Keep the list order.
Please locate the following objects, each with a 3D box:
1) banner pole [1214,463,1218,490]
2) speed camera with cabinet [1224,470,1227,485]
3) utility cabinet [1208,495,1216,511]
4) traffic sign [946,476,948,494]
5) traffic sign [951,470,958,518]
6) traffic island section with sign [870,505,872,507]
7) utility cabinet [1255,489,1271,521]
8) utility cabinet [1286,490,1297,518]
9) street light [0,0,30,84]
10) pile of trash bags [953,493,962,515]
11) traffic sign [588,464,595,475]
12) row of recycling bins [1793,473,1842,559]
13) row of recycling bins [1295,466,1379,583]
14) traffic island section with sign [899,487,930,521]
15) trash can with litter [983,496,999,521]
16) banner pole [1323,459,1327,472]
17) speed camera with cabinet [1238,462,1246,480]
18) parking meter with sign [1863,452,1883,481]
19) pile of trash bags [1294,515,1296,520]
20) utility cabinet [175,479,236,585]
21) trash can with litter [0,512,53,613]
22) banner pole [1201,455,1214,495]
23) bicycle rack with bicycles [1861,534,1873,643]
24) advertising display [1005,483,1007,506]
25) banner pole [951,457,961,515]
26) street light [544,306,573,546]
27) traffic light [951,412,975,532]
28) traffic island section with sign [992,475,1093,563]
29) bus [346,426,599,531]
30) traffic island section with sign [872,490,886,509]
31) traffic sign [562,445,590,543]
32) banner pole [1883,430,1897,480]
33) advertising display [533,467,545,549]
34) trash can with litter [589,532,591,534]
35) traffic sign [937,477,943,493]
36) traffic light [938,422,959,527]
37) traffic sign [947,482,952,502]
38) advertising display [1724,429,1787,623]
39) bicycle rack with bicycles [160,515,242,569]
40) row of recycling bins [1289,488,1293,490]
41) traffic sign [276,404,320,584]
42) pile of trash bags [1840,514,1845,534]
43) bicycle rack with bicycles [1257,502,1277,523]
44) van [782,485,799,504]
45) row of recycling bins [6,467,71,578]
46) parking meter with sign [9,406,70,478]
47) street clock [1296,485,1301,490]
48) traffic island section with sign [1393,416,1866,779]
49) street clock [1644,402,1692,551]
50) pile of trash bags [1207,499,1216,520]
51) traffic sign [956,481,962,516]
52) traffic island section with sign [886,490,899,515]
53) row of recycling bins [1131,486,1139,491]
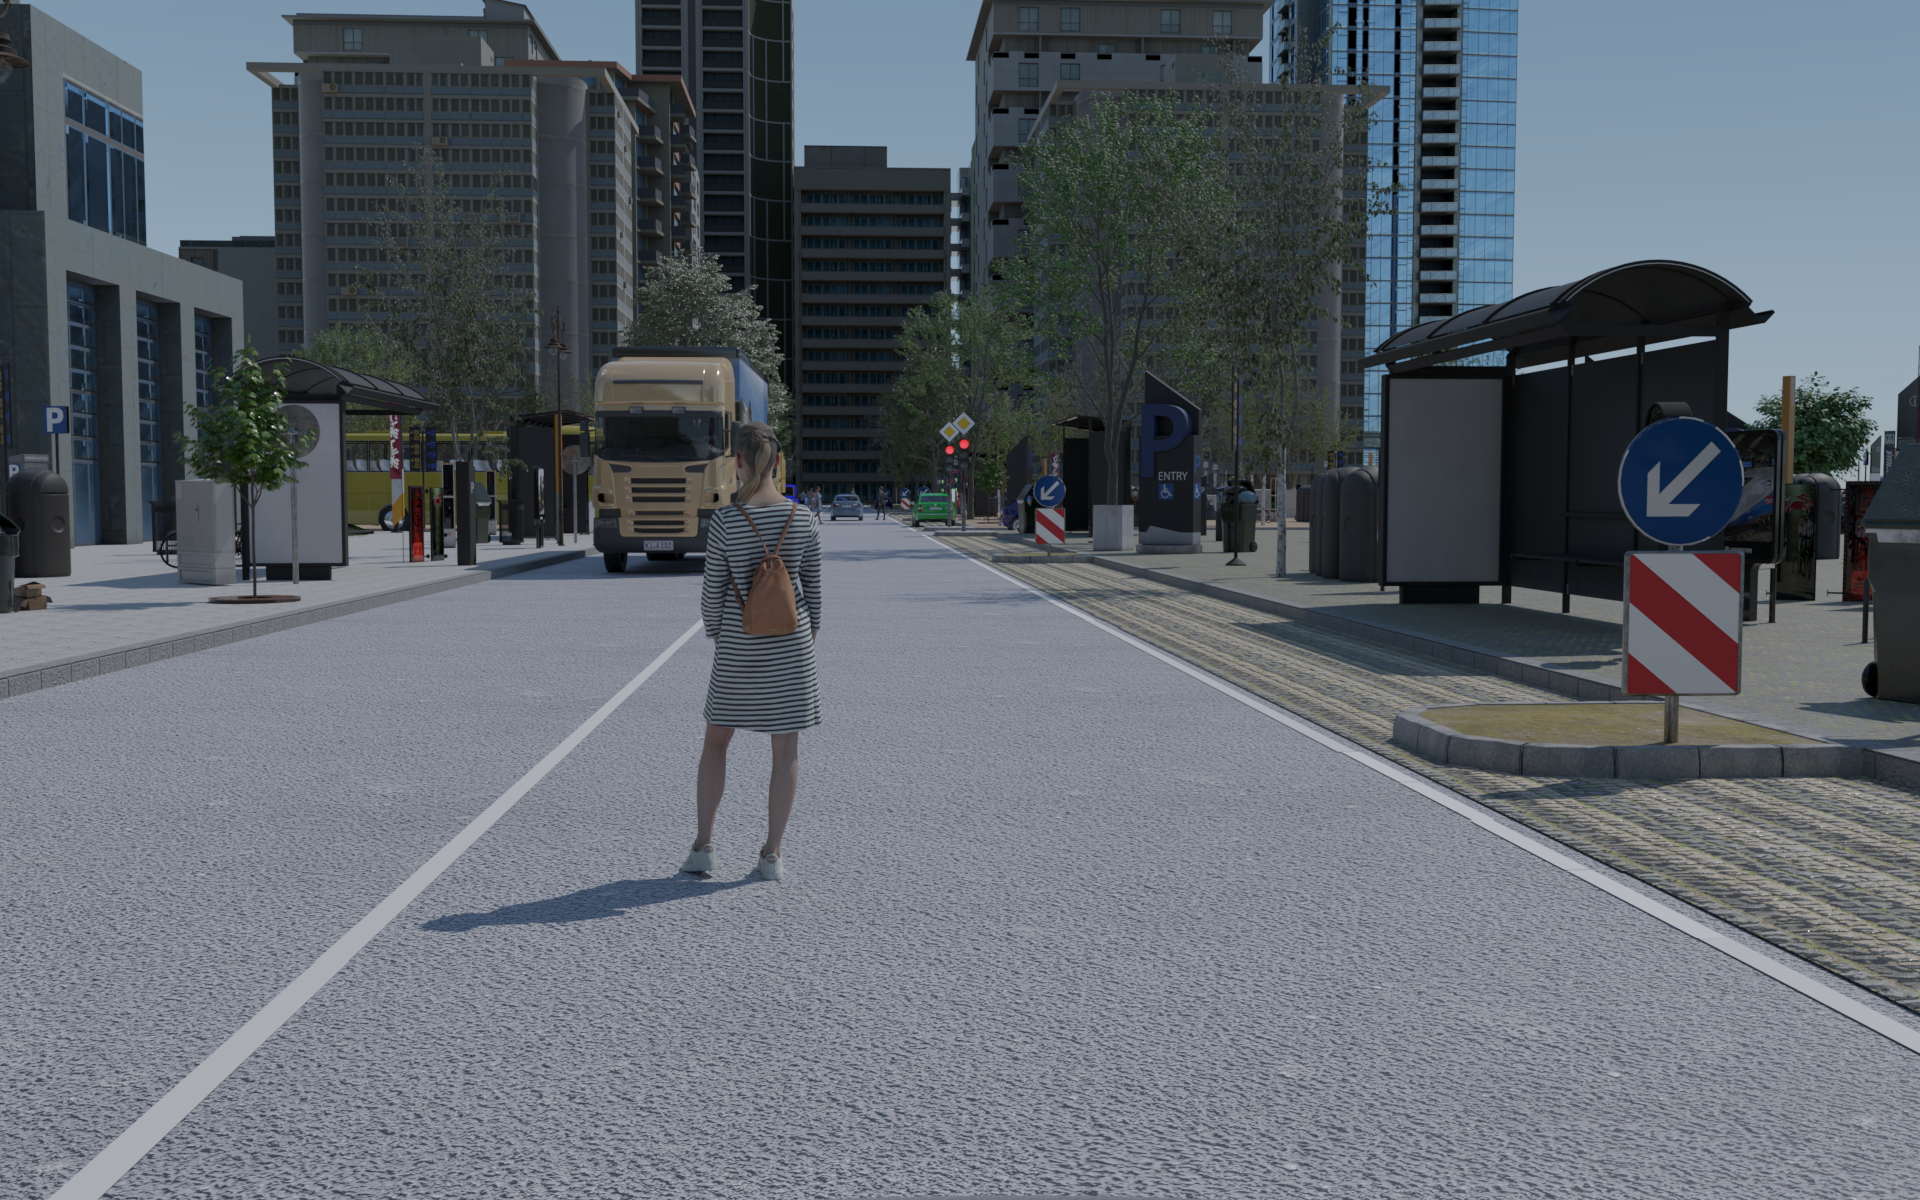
[{"bbox_3d":[17.853,-8.080,122.126,0.863,3.779,0.401,-1,4,-22],"label":"banner pole"},{"bbox_3d":[20.887,-8.439,132.314,2.038,3.252,0.660,2,4,31],"label":"speed camera with cabinet"},{"bbox_3d":[14.141,-5.384,99.188,1.020,1.237,0.306,1,4,15],"label":"utility cabinet"},{"bbox_3d":[-0.925,-7.402,121.021,0.884,2.594,0.081,0,4,-1],"label":"traffic sign"},{"bbox_3d":[-0.245,-5.706,93.393,0.768,2.556,0.104,0,4,3],"label":"traffic sign"},{"bbox_3d":[-9.156,-11.491,196.509,1.989,1.847,2.006,0,4,-4],"label":"traffic island section with sign"},{"bbox_3d":[14.301,-4.485,82.007,1.173,1.500,0.318,2,4,29],"label":"utility cabinet"},{"bbox_3d":[17.652,-5.090,91.894,1.173,1.500,0.318,1,4,12],"label":"utility cabinet"},{"bbox_3d":[-7.805,-2.493,13.541,0.468,5.910,1.993,0,4,-4],"label":"street light"},{"bbox_3d":[0.346,-6.012,108.053,1.912,1.369,3.447,1,4,10],"label":"pile of trash bags"},{"bbox_3d":[-10.191,-3.025,49.468,0.884,2.594,0.081,0,4,6],"label":"traffic sign"},{"bbox_3d":[17.177,-1.748,35.690,1.069,1.692,3.534,0,4,7],"label":"row of recycling bins"},{"bbox_3d":[6.024,-1.199,26.711,1.069,1.692,3.534,0,4,2],"label":"row of recycling bins"},{"bbox_3d":[-2.053,-5.092,91.884,1.989,1.847,2.006,0,4,-4],"label":"traffic island section with sign"},{"bbox_3d":[1.996,-4.498,84.599,2.233,1.210,1.678,0,4,-6],"label":"trash can with litter"},{"bbox_3d":[23.396,-7.335,109.947,0.863,3.779,0.401,-2,4,-25],"label":"banner pole"},{"bbox_3d":[17.952,-6.857,106.449,2.038,3.252,0.660,3,4,39],"label":"speed camera with cabinet"},{"bbox_3d":[38.459,-4.623,71.846,1.738,3.016,0.543,1,4,15],"label":"parking meter with sign"},{"bbox_3d":[18.365,-4.691,86.442,3.447,1.369,1.912,2,4,34],"label":"pile of trash bags"},{"bbox_3d":[-10.697,-0.969,24.518,1.173,1.500,0.318,3,5,42],"label":"utility cabinet"},{"bbox_3d":[-10.454,-0.457,18.857,0.624,1.170,1.055,0,4,7],"label":"trash can with litter"},{"bbox_3d":[15.707,-7.439,111.641,0.863,3.779,0.401,-2,4,-29],"label":"banner pole"},{"bbox_3d":[8.817,-0.081,14.707,2.925,0.926,2.852,-2,4,-34],"label":"bicycle rack with bicycles"},{"bbox_3d":[2.540,-4.700,82.061,0.974,1.923,0.123,3,4,37],"label":"advertising display"},{"bbox_3d":[-0.169,-6.977,104.096,0.863,3.779,0.401,1,4,19],"label":"banner pole"},{"bbox_3d":[-9.859,-4.273,42.646,0.468,5.910,1.993,0,4,-4],"label":"street light"},{"bbox_3d":[0.107,-4.302,59.258,0.839,4.253,0.868,0,4,-4],"label":"traffic light"},{"bbox_3d":[1.693,-1.705,36.507,1.989,1.847,2.006,0,4,-4],"label":"traffic island section with sign"},{"bbox_3d":[-17.268,-4.338,62.468,12.252,3.916,2.896,0,4,-5],"label":"bus"},{"bbox_3d":[-7.319,-9.846,169.616,1.989,1.847,2.006,0,4,-4],"label":"traffic island section with sign"},{"bbox_3d":[-10.050,-2.758,45.207,0.768,2.556,0.104,0,4,-1],"label":"traffic sign"},{"bbox_3d":[32.301,-4.280,59.993,0.401,3.779,0.863,-1,4,-19],"label":"banner pole"},{"bbox_3d":[-9.967,-2.191,41.044,0.123,1.923,0.974,0,4,-6],"label":"advertising display"},{"bbox_3d":[-11.837,-2.758,56.144,1.678,1.210,2.233,1,4,21],"label":"trash can with litter"},{"bbox_3d":[-1.304,-7.372,120.636,0.768,2.556,0.104,0,4,4],"label":"traffic sign"},{"bbox_3d":[-0.433,-4.789,67.225,0.839,4.253,0.868,0,4,-4],"label":"traffic light"},{"bbox_3d":[-0.571,-7.226,118.155,0.884,2.594,0.081,0,4,-1],"label":"traffic sign"},{"bbox_3d":[7.947,-0.758,17.602,0.123,1.923,0.974,-1,4,-21],"label":"advertising display"},{"bbox_3d":[-13.012,-1.093,31.249,2.925,0.926,2.852,-2,4,-32],"label":"bicycle rack with bicycles"},{"bbox_3d":[16.266,-4.440,79.707,1.069,1.692,3.534,0,4,-5],"label":"row of recycling bins"},{"bbox_3d":[-9.476,-1.500,24.638,0.768,2.556,0.104,0,4,2],"label":"traffic sign"},{"bbox_3d":[28.905,-2.790,55.369,3.447,1.369,1.912,1,4,14],"label":"pile of trash bags"},{"bbox_3d":[12.985,-3.930,77.642,2.925,0.926,2.852,-1,4,-14],"label":"bicycle rack with bicycles"},{"bbox_3d":[-11.337,-6.483,110.386,2.240,2.365,5.245,0,4,-3],"label":"van"},{"bbox_3d":[-15.265,-1.150,25.908,3.534,1.692,1.069,-3,5,-41],"label":"row of recycling bins"},{"bbox_3d":[-18.066,-2.278,33.506,0.543,3.016,1.738,1,4,14],"label":"parking meter with sign"},{"bbox_3d":[25.808,-7.791,131.956,0.471,2.002,0.358,1,4,13],"label":"street clock"},{"bbox_3d":[3.525,-0.060,9.614,1.989,1.847,2.006,0,4,-4],"label":"traffic island section with sign"},{"bbox_3d":[5.579,-0.558,13.687,0.358,2.002,0.471,0,4,3],"label":"street clock"},{"bbox_3d":[10.805,-4.611,85.148,3.447,1.369,1.912,-1,4,-10],"label":"pile of trash bags"},{"bbox_3d":[-0.225,-6.300,103.109,0.768,2.556,0.104,0,4,1],"label":"traffic sign"},{"bbox_3d":[-3.877,-6.737,118.778,1.989,1.847,2.006,0,4,-4],"label":"traffic island section with sign"},{"bbox_3d":[8.856,-5.107,90.612,1.069,1.692,3.534,-1,4,-15],"label":"row of recycling bins"}]
